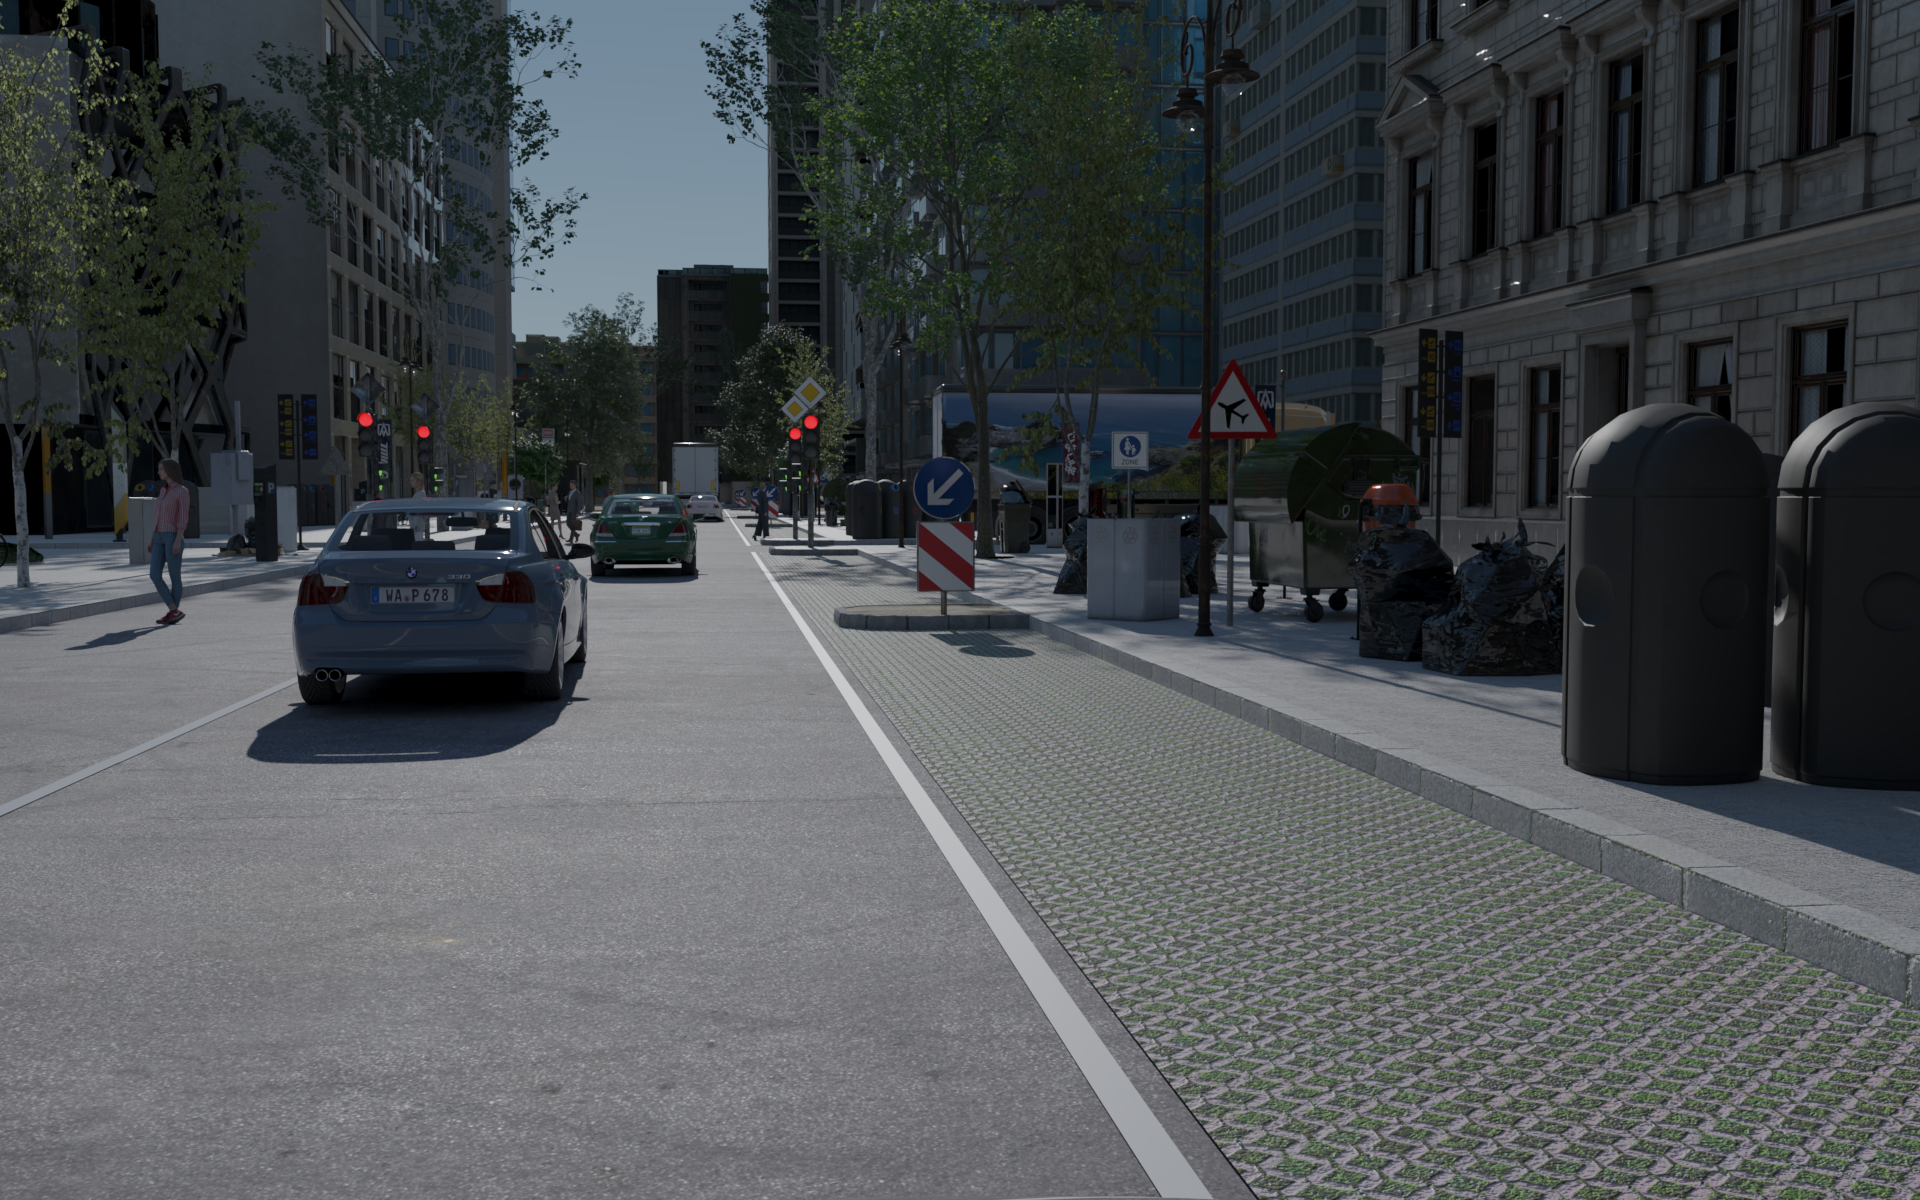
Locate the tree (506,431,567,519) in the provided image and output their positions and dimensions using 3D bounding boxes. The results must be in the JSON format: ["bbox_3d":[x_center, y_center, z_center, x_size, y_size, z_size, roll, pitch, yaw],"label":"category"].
[{"bbox_3d":[-22.178,-6.514,90.210,4.285,4.588,4.351,0,3,0],"label":"tree"}]

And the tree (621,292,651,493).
[{"bbox_3d":[-30.285,-18.631,160.501,12.611,20.169,13.585,0,3,0],"label":"tree"}]

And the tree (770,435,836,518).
[{"bbox_3d":[-8.403,-6.599,91.614,4.285,4.588,4.351,0,3,0],"label":"tree"}]

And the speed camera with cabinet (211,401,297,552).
[{"bbox_3d":[-15.324,-2.647,37.609,0.660,3.252,2.038,1,4,18],"label":"speed camera with cabinet"}]

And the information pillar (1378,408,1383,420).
[{"bbox_3d":[10.538,-3.175,43.258,0.183,3.616,0.504,-1,4,-15],"label":"information pillar"}]

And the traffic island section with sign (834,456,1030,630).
[{"bbox_3d":[-0.373,-0.639,19.078,1.989,1.847,2.006,0,4,-8],"label":"traffic island section with sign"}]

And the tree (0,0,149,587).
[{"bbox_3d":[-12.945,-4.464,23.351,4.360,8.622,3.978,0,3,0],"label":"tree"}]

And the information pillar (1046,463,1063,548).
[{"bbox_3d":[2.242,-2.235,41.036,0.304,2.012,0.304,2,4,27],"label":"information pillar"}]

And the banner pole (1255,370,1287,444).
[{"bbox_3d":[6.305,-2.750,34.986,0.863,3.779,0.401,-1,4,-17],"label":"banner pole"}]

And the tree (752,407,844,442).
[{"bbox_3d":[-12.757,-11.967,130.076,7.601,10.594,8.767,1,4,20],"label":"tree"}]

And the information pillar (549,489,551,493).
[{"bbox_3d":[-27.413,-7.630,116.105,0.504,3.616,0.183,1,4,17],"label":"information pillar"}]

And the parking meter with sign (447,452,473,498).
[{"bbox_3d":[-20.559,-4.630,71.969,1.738,3.016,0.543,-3,4,-37],"label":"parking meter with sign"}]

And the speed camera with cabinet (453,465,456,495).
[{"bbox_3d":[-33.705,-7.453,116.194,0.660,3.252,2.038,-1,4,-14],"label":"speed camera with cabinet"}]

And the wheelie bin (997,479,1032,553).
[{"bbox_3d":[1.177,-1.818,37.633,0.693,1.594,0.980,-1,4,-12],"label":"wheelie bin"}]

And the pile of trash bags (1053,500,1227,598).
[{"bbox_3d":[2.806,-0.748,21.987,3.447,1.369,1.912,3,5,44],"label":"pile of trash bags"}]

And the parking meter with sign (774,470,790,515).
[{"bbox_3d":[-10.602,-6.763,106.833,1.738,3.016,0.543,0,4,-3],"label":"parking meter with sign"}]

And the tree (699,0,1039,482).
[{"bbox_3d":[-1.612,-12.477,59.888,12.611,20.169,13.585,0,3,0],"label":"tree"}]

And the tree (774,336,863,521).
[{"bbox_3d":[-6.784,-7.961,80.530,4.360,8.622,3.978,0,3,0],"label":"tree"}]

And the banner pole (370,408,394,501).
[{"bbox_3d":[-17.038,-3.719,50.828,0.863,3.779,0.401,-3,4,-38],"label":"banner pole"}]

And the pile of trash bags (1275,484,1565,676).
[{"bbox_3d":[4.013,-0.254,13.900,1.912,1.369,3.447,-1,4,-11],"label":"pile of trash bags"}]

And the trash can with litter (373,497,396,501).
[{"bbox_3d":[-20.901,-3.129,62.550,0.624,1.170,1.055,0,4,7],"label":"trash can with litter"}]

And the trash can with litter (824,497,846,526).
[{"bbox_3d":[-4.871,-3.523,68.993,1.055,1.170,0.624,1,4,13],"label":"trash can with litter"}]

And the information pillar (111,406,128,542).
[{"bbox_3d":[-22.427,-3.356,46.225,0.504,3.616,0.183,2,4,29],"label":"information pillar"}]

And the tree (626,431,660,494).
[{"bbox_3d":[-36.397,-15.124,197.635,4.737,8.622,4.395,0,3,0],"label":"tree"}]

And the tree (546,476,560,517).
[{"bbox_3d":[-23.021,-6.232,96.492,1.663,3.219,1.824,0,3,0],"label":"tree"}]

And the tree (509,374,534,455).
[{"bbox_3d":[-28.057,-9.496,105.615,4.360,8.622,3.978,0,3,0],"label":"tree"}]

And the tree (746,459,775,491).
[{"bbox_3d":[-21.673,-14.463,186.828,4.737,8.622,4.395,0,3,0],"label":"tree"}]

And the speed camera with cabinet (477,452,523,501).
[{"bbox_3d":[-21.472,-5.294,80.893,2.038,3.252,0.660,-1,4,-11],"label":"speed camera with cabinet"}]

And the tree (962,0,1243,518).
[{"bbox_3d":[1.879,-4.557,24.866,4.737,8.622,4.395,0,3,0],"label":"tree"}]

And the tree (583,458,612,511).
[{"bbox_3d":[-28.097,-9.105,132.578,4.285,4.588,4.351,0,3,0],"label":"tree"}]

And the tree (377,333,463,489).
[{"bbox_3d":[-24.480,-7.854,78.771,4.737,8.622,4.395,0,3,0],"label":"tree"}]

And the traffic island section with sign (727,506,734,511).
[{"bbox_3d":[-19.019,-8.673,150.434,1.989,1.847,2.006,0,4,-8],"label":"traffic island section with sign"}]

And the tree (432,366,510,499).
[{"bbox_3d":[-28.056,-9.092,99.022,4.360,8.622,3.978,0,3,0],"label":"tree"}]

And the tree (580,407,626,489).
[{"bbox_3d":[-29.722,-11.955,145.829,4.360,8.622,3.978,0,3,0],"label":"tree"}]

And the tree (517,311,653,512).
[{"bbox_3d":[-26.303,-13.198,122.434,9.857,13.997,8.962,0,3,0],"label":"tree"}]

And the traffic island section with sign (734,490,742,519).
[{"bbox_3d":[-12.080,-5.682,101.525,1.989,1.847,2.006,0,4,-8],"label":"traffic island section with sign"}]

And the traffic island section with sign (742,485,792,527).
[{"bbox_3d":[-8.294,-4.049,74.836,1.989,1.847,2.006,0,4,-8],"label":"traffic island section with sign"}]

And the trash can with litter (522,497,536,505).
[{"bbox_3d":[-19.263,-4.046,77.534,0.624,1.170,1.055,0,4,1],"label":"trash can with litter"}]

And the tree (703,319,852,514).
[{"bbox_3d":[-11.744,-12.040,113.862,9.611,12.733,9.660,0,3,0],"label":"tree"}]

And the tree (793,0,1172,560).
[{"bbox_3d":[0.338,-6.634,34.226,9.928,11.665,9.643,0,3,0],"label":"tree"}]

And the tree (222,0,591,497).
[{"bbox_3d":[-18.536,-12.346,57.749,12.611,20.169,13.585,0,3,0],"label":"tree"}]

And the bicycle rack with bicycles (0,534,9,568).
[{"bbox_3d":[-17.157,-0.926,28.530,2.852,0.926,2.925,2,4,31],"label":"bicycle rack with bicycles"}]

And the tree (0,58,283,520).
[{"bbox_3d":[-13.460,-4.810,29.004,4.737,8.622,4.395,0,3,0],"label":"tree"}]
